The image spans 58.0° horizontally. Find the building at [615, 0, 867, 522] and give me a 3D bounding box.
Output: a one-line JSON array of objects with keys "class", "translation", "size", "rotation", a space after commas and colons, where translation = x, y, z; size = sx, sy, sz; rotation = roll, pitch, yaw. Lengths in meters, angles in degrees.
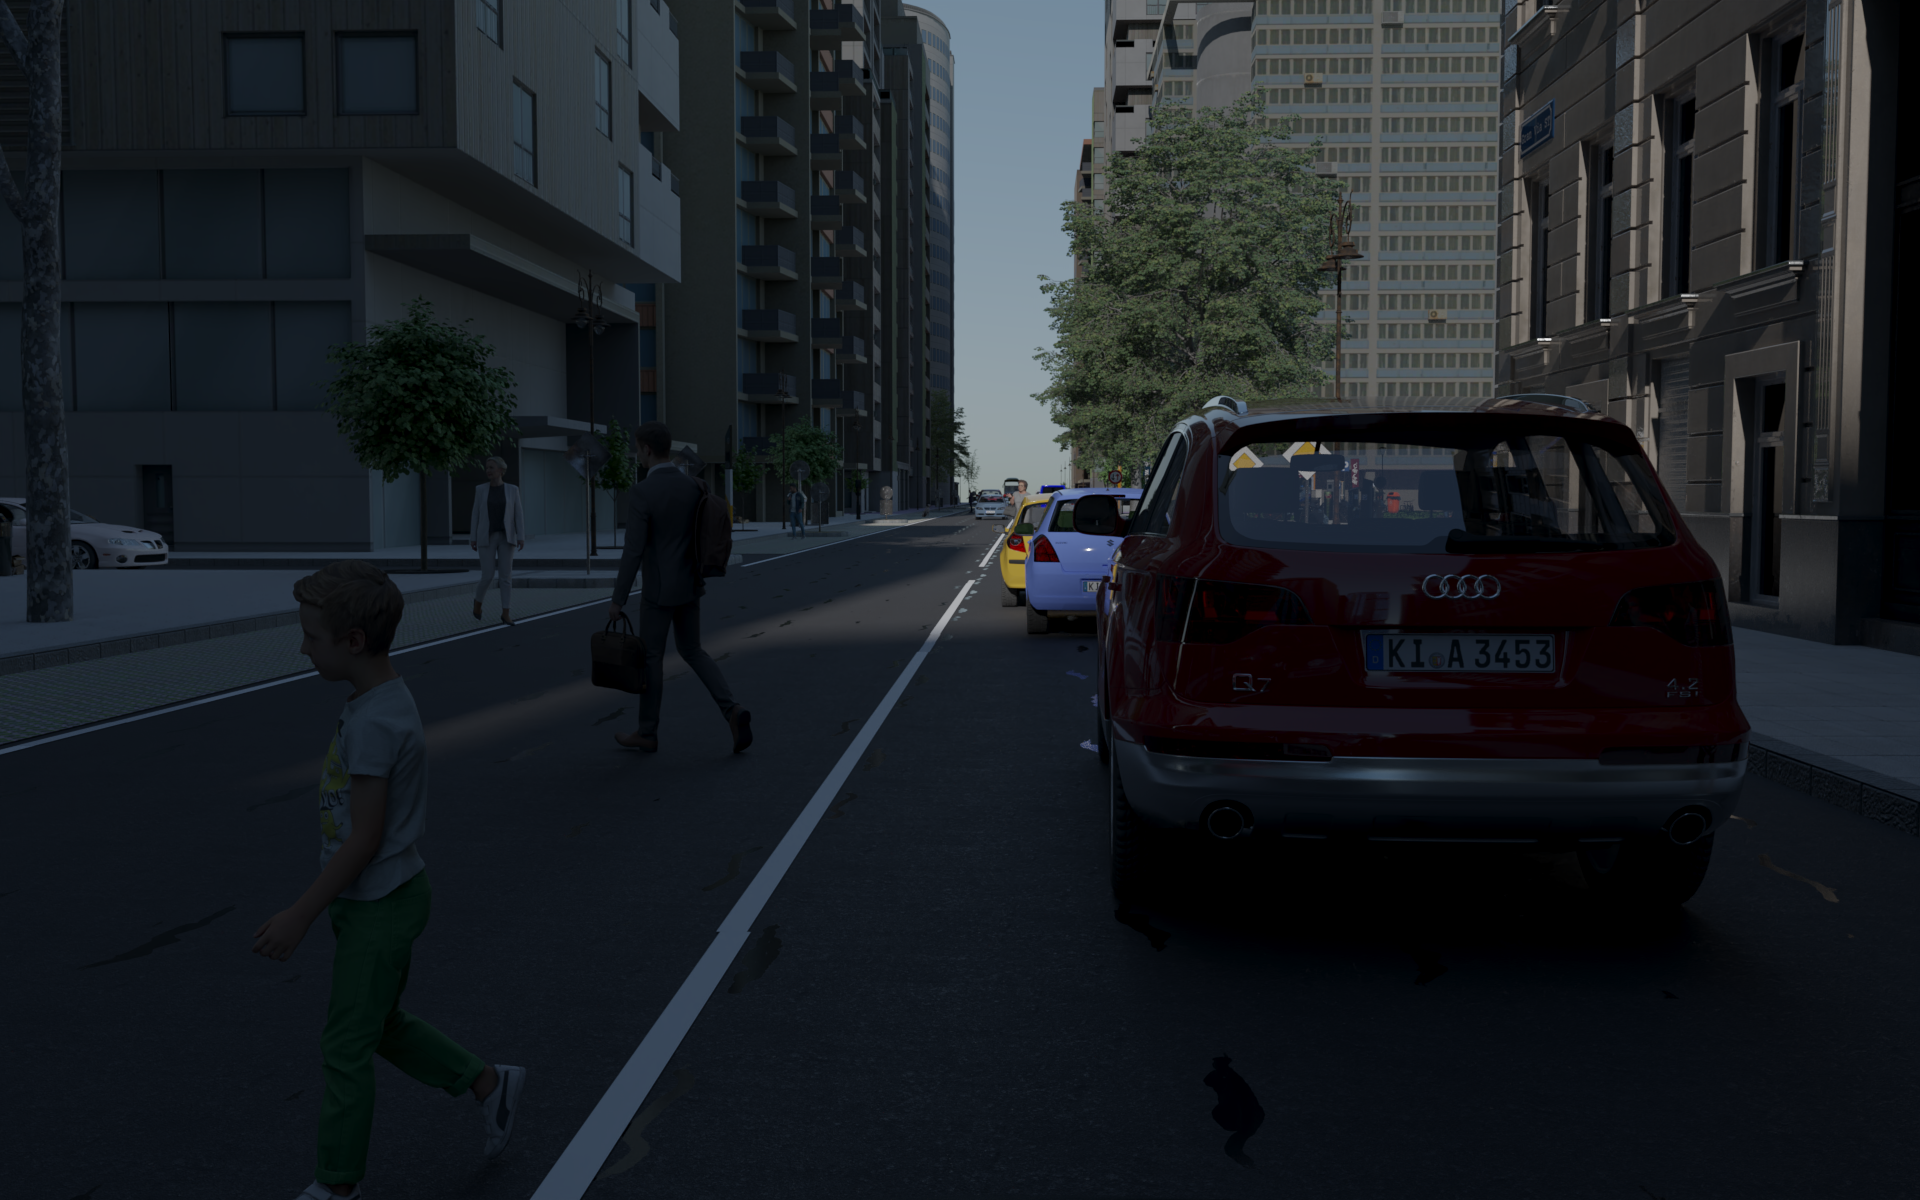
[{"class": "building", "translation": [-16.655, -26.683, 90.894], "size": [22.147, 44.769, 28.867], "rotation": [0, 4, 2]}]

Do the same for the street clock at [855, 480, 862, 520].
[{"class": "street clock", "translation": [-5.097, -5.032, 86.850], "size": [0.358, 2.002, 0.471], "rotation": [-1, 4, -17]}]

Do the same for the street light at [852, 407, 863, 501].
[{"class": "street light", "translation": [-5.362, -7.199, 90.499], "size": [0.468, 5.910, 1.993], "rotation": [0, 4, 2]}]

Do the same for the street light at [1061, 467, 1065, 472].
[{"class": "street light", "translation": [14.654, -16.440, 241.586], "size": [0.468, 5.910, 1.993], "rotation": [0, 4, 2]}]

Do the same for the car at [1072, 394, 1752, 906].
[{"class": "car", "translation": [1.635, 0.064, 7.620], "size": [2.281, 1.827, 5.304], "rotation": [0, 4, 4]}]

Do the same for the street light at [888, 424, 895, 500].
[{"class": "street light", "translation": [-4.484, -8.545, 112.497], "size": [0.468, 5.910, 1.993], "rotation": [0, 4, 2]}]

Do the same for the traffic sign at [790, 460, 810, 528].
[{"class": "traffic sign", "translation": [-6.072, -4.007, 65.626], "size": [0.768, 2.556, 0.104], "rotation": [0, 4, 4]}]

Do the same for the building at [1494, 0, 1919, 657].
[{"class": "building", "translation": [13.008, -13.180, 12.755], "size": [12.463, 27.353, 25.104], "rotation": [0, 4, 2]}]

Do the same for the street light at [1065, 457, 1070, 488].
[{"class": "street light", "translation": [13.555, -14.759, 214.090], "size": [0.468, 5.910, 1.993], "rotation": [0, 4, 2]}]

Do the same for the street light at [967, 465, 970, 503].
[{"class": "street light", "translation": [1.274, -16.964, 250.155], "size": [0.468, 5.910, 1.993], "rotation": [0, 4, 2]}]

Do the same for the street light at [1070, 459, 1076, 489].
[{"class": "street light", "translation": [12.306, -13.017, 185.623], "size": [0.468, 5.910, 1.993], "rotation": [0, 4, 2]}]

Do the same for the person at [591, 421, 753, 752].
[{"class": "person", "translation": [-1.586, -0.065, 9.528], "size": [0.822, 1.834, 0.622], "rotation": [2, 4, 29]}]

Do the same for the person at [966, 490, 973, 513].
[{"class": "person", "translation": [0.755, -7.669, 134.337], "size": [0.568, 1.767, 0.683], "rotation": [-2, 4, -23]}]

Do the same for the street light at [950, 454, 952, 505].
[{"class": "street light", "translation": [-1.044, -13.629, 195.614], "size": [0.468, 5.910, 1.993], "rotation": [0, 4, 2]}]

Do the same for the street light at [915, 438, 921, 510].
[{"class": "street light", "translation": [-3.414, -10.219, 139.873], "size": [0.468, 5.910, 1.993], "rotation": [0, 4, 2]}]

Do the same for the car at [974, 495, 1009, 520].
[{"class": "car", "translation": [1.792, -5.224, 97.412], "size": [2.014, 1.417, 4.499], "rotation": [0, 4, 4]}]

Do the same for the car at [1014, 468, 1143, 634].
[{"class": "car", "translation": [1.556, -0.572, 18.952], "size": [1.945, 1.707, 3.694], "rotation": [0, 4, 2]}]

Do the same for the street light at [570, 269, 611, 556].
[{"class": "street light", "translation": [-7.601, -3.852, 35.776], "size": [0.468, 5.910, 1.993], "rotation": [0, 4, 2]}]

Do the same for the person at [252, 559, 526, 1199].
[{"class": "person", "translation": [-1.138, 0.567, 3.481], "size": [0.590, 1.304, 0.306], "rotation": [-3, 5, -41]}]

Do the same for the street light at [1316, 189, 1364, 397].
[{"class": "street light", "translation": [5.815, -3.294, 26.645], "size": [0.468, 5.910, 1.993], "rotation": [0, 4, 2]}]

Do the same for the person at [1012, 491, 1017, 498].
[{"class": "person", "translation": [7.243, -12.953, 220.419], "size": [1.348, 1.807, 0.705], "rotation": [-2, 4, -24]}]

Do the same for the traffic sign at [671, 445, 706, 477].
[{"class": "traffic sign", "translation": [-5.594, -1.950, 35.523], "size": [0.795, 2.450, 0.064], "rotation": [0, 4, 2]}]

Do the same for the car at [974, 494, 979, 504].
[{"class": "car", "translation": [2.865, -13.879, 237.147], "size": [2.015, 1.641, 3.980], "rotation": [0, 4, 4]}]

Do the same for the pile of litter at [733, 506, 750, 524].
[{"class": "pile of litter", "translation": [-9.791, -3.791, 75.956], "size": [1.176, 0.858, 1.719], "rotation": [0, 4, 4]}]

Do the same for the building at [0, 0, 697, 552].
[{"class": "building", "translation": [-23.573, -28.137, 49.286], "size": [28.713, 52.752, 27.495], "rotation": [0, 4, 2]}]

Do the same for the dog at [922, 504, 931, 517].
[{"class": "dog", "translation": [-2.100, -5.483, 106.490], "size": [0.513, 0.831, 0.800], "rotation": [-1, 4, -16]}]

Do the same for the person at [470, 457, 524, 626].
[{"class": "person", "translation": [-5.118, -0.653, 19.062], "size": [0.514, 1.842, 0.818], "rotation": [-3, 4, -36]}]

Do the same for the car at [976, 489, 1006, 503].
[{"class": "car", "translation": [2.301, -7.388, 129.459], "size": [2.281, 1.827, 5.304], "rotation": [0, 4, 0]}]

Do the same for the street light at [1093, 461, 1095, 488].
[{"class": "street light", "translation": [10.091, -9.647, 130.519], "size": [0.468, 5.910, 1.993], "rotation": [0, 4, 2]}]

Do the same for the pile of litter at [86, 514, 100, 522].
[{"class": "pile of litter", "translation": [-18.199, -1.345, 35.958], "size": [1.719, 0.858, 1.176], "rotation": [0, 4, 0]}]

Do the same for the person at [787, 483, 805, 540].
[{"class": "person", "translation": [-5.158, -2.783, 54.351], "size": [0.623, 1.781, 0.721], "rotation": [1, 4, 10]}]

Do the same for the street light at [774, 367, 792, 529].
[{"class": "street light", "translation": [-6.409, -5.512, 62.904], "size": [0.468, 5.910, 1.993], "rotation": [0, 4, 2]}]

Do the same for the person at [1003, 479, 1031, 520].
[{"class": "person", "translation": [1.364, -2.002, 41.589], "size": [0.716, 1.782, 0.532], "rotation": [1, 4, 18]}]

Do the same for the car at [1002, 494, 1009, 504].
[{"class": "car", "translation": [4.887, -11.994, 208.103], "size": [2.014, 1.417, 4.499], "rotation": [0, 4, 0]}]

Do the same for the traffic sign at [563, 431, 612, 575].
[{"class": "traffic sign", "translation": [-5.920, -1.462, 27.544], "size": [0.795, 2.450, 0.064], "rotation": [0, 4, 2]}]

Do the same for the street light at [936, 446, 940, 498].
[{"class": "street light", "translation": [-2.167, -11.885, 167.109], "size": [0.468, 5.910, 1.993], "rotation": [0, 4, 2]}]

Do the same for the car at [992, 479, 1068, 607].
[{"class": "car", "translation": [1.427, -0.802, 23.336], "size": [2.015, 1.641, 3.980], "rotation": [0, 4, 3]}]

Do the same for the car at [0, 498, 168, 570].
[{"class": "car", "translation": [-16.682, -1.138, 30.973], "size": [4.827, 1.381, 2.083], "rotation": [0, 4, 4]}]

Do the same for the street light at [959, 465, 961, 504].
[{"class": "street light", "translation": [0.030, -15.288, 222.747], "size": [0.468, 5.910, 1.993], "rotation": [0, 4, 2]}]

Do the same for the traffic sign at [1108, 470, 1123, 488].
[{"class": "traffic sign", "translation": [8.112, -5.524, 90.422], "size": [0.768, 2.556, 0.104], "rotation": [1, 4, 11]}]
